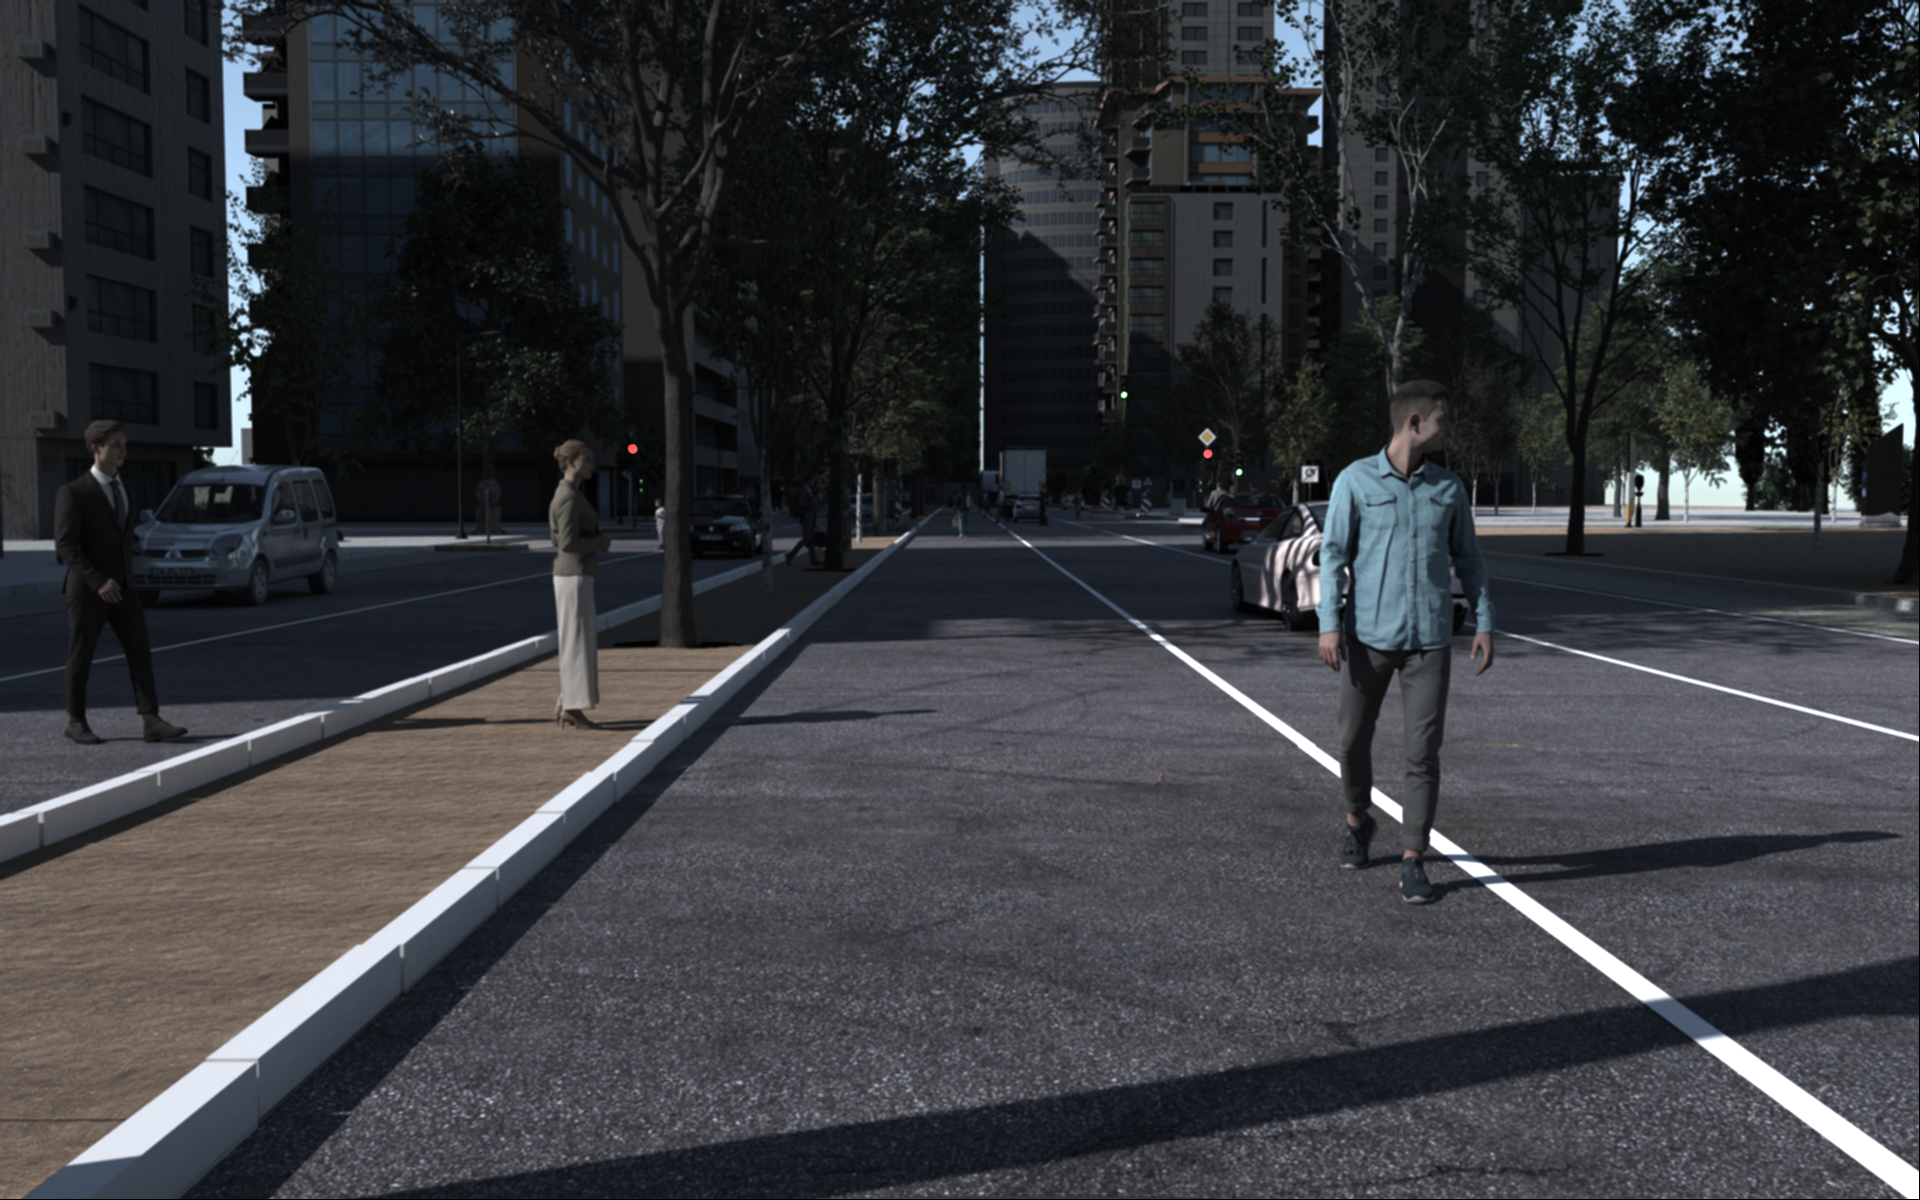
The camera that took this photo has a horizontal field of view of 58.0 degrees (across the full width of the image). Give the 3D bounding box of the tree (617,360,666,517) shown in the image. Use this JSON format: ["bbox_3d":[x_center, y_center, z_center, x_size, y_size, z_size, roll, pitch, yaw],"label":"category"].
[{"bbox_3d":[-18.149,-8.873,95.438,4.360,8.622,3.978,0,3,0],"label":"tree"}]

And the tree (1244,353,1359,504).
[{"bbox_3d":[17.701,-8.603,91.024,4.737,8.622,4.395,0,3,0],"label":"tree"}]

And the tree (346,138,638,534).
[{"bbox_3d":[-15.116,-8.480,55.662,9.611,12.733,9.660,0,3,0],"label":"tree"}]

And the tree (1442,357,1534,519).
[{"bbox_3d":[26.293,-8.464,88.741,4.360,8.622,3.978,0,3,0],"label":"tree"}]

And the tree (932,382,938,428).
[{"bbox_3d":[-2.829,-6.821,64.337,4.360,8.622,3.978,0,3,0],"label":"tree"}]

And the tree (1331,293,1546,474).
[{"bbox_3d":[22.848,-8.941,80.596,8.767,10.594,7.601,-3,5,-42],"label":"tree"}]

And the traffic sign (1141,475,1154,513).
[{"bbox_3d":[12.503,-7.052,115.306,0.884,2.594,0.081,1,4,9],"label":"traffic sign"}]

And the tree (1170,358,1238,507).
[{"bbox_3d":[18.771,-12.287,126.652,9.928,11.665,9.643,0,3,0],"label":"tree"}]

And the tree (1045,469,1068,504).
[{"bbox_3d":[12.446,-14.714,224.287,4.285,4.588,4.351,0,3,0],"label":"tree"}]

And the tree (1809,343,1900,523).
[{"bbox_3d":[38.719,-7.684,76.001,4.737,8.622,4.395,0,3,0],"label":"tree"}]

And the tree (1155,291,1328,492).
[{"bbox_3d":[12.523,-8.913,80.132,7.601,10.594,8.767,0,4,4],"label":"tree"}]

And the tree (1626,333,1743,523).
[{"bbox_3d":[32.715,-7.781,77.586,4.737,8.622,4.395,0,3,0],"label":"tree"}]

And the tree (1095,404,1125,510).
[{"bbox_3d":[13.002,-11.498,138.354,4.360,8.622,3.978,0,3,0],"label":"tree"}]

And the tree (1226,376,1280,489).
[{"bbox_3d":[18.221,-9.698,108.917,4.360,8.622,3.978,0,3,0],"label":"tree"}]

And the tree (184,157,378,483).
[{"bbox_3d":[-14.672,-5.362,38.029,4.737,8.622,4.395,0,3,0],"label":"tree"}]

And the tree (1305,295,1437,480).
[{"bbox_3d":[23.924,-11.090,99.451,7.486,12.596,7.792,0,3,0],"label":"tree"}]

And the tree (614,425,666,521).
[{"bbox_3d":[-14.846,-6.006,81.905,4.285,4.588,4.351,0,3,0],"label":"tree"}]

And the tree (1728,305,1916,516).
[{"bbox_3d":[63.012,-13.844,128.175,13.155,14.587,18.604,-1,4,-18],"label":"tree"}]

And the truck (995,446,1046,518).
[{"bbox_3d":[3.748,-7.236,107.229,2.839,4.237,11.283,0,4,-1],"label":"truck"}]

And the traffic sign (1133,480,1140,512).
[{"bbox_3d":[12.905,-7.619,126.708,0.606,2.300,0.079,0,4,0],"label":"traffic sign"}]

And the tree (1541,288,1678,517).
[{"bbox_3d":[35.892,-10.833,95.253,7.486,12.596,7.792,0,3,0],"label":"tree"}]

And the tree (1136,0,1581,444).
[{"bbox_3d":[12.263,-12.054,52.977,12.611,20.169,13.585,0,3,0],"label":"tree"}]

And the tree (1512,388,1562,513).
[{"bbox_3d":[39.364,-10.269,118.264,4.737,8.622,4.395,0,3,0],"label":"tree"}]

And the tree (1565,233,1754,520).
[{"bbox_3d":[35.040,-10.950,85.693,9.857,13.997,8.962,0,3,0],"label":"tree"}]

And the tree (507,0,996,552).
[{"bbox_3d":[-4.081,-11.272,42.651,12.611,20.169,13.585,0,3,0],"label":"tree"}]

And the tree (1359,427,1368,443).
[{"bbox_3d":[23.360,-9.603,107.363,4.737,8.622,4.395,0,3,0],"label":"tree"}]

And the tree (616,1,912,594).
[{"bbox_3d":[-2.711,-4.368,24.239,4.737,8.622,4.395,0,3,0],"label":"tree"}]

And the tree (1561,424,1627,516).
[{"bbox_3d":[39.396,-9.346,103.165,4.737,8.622,4.395,0,3,0],"label":"tree"}]

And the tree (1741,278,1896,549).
[{"bbox_3d":[19.917,-5.496,40.228,4.360,8.622,3.978,0,3,0],"label":"tree"}]

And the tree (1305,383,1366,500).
[{"bbox_3d":[24.335,-9.983,113.586,4.360,8.622,3.978,0,3,0],"label":"tree"}]

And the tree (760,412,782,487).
[{"bbox_3d":[-15.123,-12.047,147.332,4.360,8.622,3.978,0,3,0],"label":"tree"}]

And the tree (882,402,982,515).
[{"bbox_3d":[-2.625,-11.149,119.163,8.767,10.594,7.601,0,3,0],"label":"tree"}]

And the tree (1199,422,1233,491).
[{"bbox_3d":[21.541,-11.903,144.968,4.737,8.622,4.395,0,3,0],"label":"tree"}]

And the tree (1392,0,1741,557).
[{"bbox_3d":[12.789,-6.718,35.593,9.928,11.665,9.643,0,3,0],"label":"tree"}]

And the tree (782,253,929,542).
[{"bbox_3d":[-3.017,-6.040,51.574,4.360,8.622,3.978,0,3,0],"label":"tree"}]

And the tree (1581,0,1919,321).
[{"bbox_3d":[29.440,-12.189,55.176,12.611,20.169,13.585,0,3,0],"label":"tree"}]

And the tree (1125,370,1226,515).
[{"bbox_3d":[12.885,-9.392,103.920,4.360,8.622,3.978,0,3,0],"label":"tree"}]

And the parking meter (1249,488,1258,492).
[{"bbox_3d":[12.333,-3.938,72.794,0.372,1.533,0.369,0,3,0],"label":"parking meter"}]

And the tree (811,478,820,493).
[{"bbox_3d":[-15.634,-11.899,189.151,1.663,3.219,1.824,0,3,0],"label":"tree"}]

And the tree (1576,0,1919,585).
[{"bbox_3d":[13.837,-6.576,24.529,9.611,12.733,9.660,0,3,0],"label":"tree"}]

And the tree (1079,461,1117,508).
[{"bbox_3d":[13.193,-11.256,167.754,4.285,4.588,4.351,0,3,0],"label":"tree"}]

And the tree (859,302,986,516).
[{"bbox_3d":[-2.859,-12.302,110.247,9.857,13.997,8.962,0,3,0],"label":"tree"}]

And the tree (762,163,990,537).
[{"bbox_3d":[-2.865,-8.408,58.060,7.486,12.596,7.792,0,3,0],"label":"tree"}]

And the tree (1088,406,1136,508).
[{"bbox_3d":[12.906,-11.951,145.769,4.737,8.622,4.395,0,3,0],"label":"tree"}]

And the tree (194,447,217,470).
[{"bbox_3d":[-45.222,-7.189,101.257,4.285,4.588,4.351,0,3,0],"label":"tree"}]

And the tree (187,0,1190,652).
[{"bbox_3d":[-2.603,-6.288,15.633,12.009,13.543,11.850,0,3,0],"label":"tree"}]

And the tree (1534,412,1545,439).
[{"bbox_3d":[32.072,-9.318,102.713,4.360,8.622,3.978,0,3,0],"label":"tree"}]

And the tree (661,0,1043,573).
[{"bbox_3d":[-2.226,-6.321,31.566,9.928,11.665,9.643,0,3,0],"label":"tree"}]

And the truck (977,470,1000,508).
[{"bbox_3d":[3.439,-12.194,189.125,2.967,4.110,18.799,0,4,0],"label":"truck"}]
